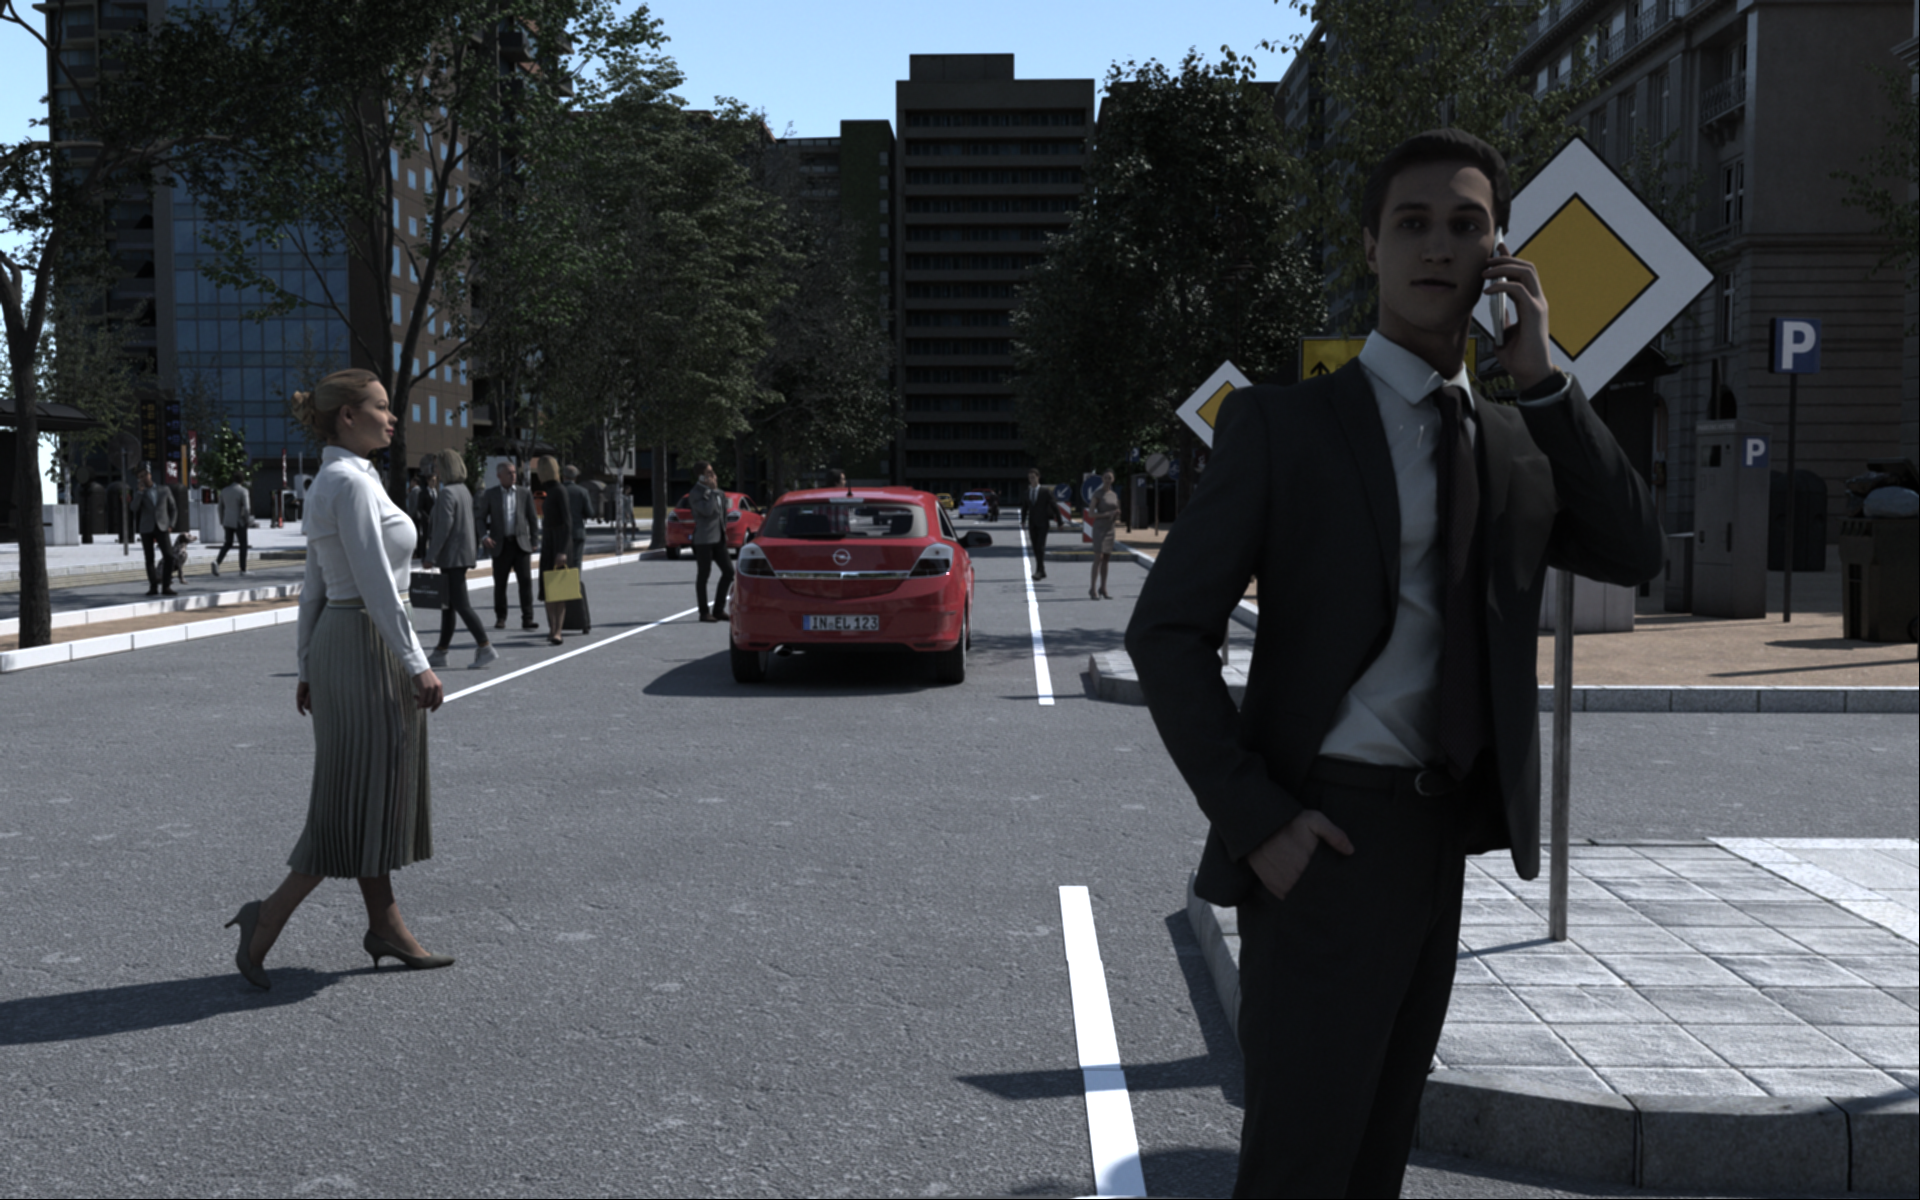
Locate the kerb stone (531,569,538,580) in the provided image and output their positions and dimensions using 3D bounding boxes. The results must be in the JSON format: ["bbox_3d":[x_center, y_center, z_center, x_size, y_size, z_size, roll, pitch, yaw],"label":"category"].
[{"bbox_3d":[-7.238,-0.396,28.694,0.120,0.150,1.000,0,4,2],"label":"kerb stone"}]

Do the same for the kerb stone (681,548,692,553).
[{"bbox_3d":[-6.754,-1.269,43.038,0.120,0.150,1.000,0,4,2],"label":"kerb stone"}]

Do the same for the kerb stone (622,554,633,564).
[{"bbox_3d":[-6.993,-0.837,35.875,0.120,0.150,1.000,0,4,2],"label":"kerb stone"}]

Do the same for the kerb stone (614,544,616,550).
[{"bbox_3d":[-8.825,-1.341,44.119,0.120,0.150,1.000,0,4,2],"label":"kerb stone"}]

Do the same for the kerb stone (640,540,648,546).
[{"bbox_3d":[-8.727,-1.528,47.186,0.120,0.150,1.000,0,4,2],"label":"kerb stone"}]

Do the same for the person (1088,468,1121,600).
[{"bbox_3d":[1.978,-0.903,23.612,0.599,1.781,0.374,-3,5,-40],"label":"person"}]

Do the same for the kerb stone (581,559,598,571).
[{"bbox_3d":[-7.093,-0.646,32.798,0.120,0.150,1.000,0,4,2],"label":"kerb stone"}]

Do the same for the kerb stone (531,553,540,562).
[{"bbox_3d":[-9.055,-0.903,36.957,0.120,0.150,1.000,0,4,2],"label":"kerb stone"}]

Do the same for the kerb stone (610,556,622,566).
[{"bbox_3d":[-7.033,-0.773,34.845,0.120,0.150,1.000,0,4,2],"label":"kerb stone"}]

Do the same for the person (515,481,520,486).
[{"bbox_3d":[-13.730,-2.762,53.429,0.659,1.850,0.755,0,4,3],"label":"person"}]

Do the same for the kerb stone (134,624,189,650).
[{"bbox_3d":[-7.630,0.358,16.404,0.120,0.150,1.000,0,4,2],"label":"kerb stone"}]

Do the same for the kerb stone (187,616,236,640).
[{"bbox_3d":[-7.602,0.293,17.437,0.120,0.150,1.000,0,4,2],"label":"kerb stone"}]

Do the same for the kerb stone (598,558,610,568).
[{"bbox_3d":[-7.060,-0.711,33.823,0.120,0.150,1.000,0,4,2],"label":"kerb stone"}]

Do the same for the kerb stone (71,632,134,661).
[{"bbox_3d":[-7.673,0.419,15.379,0.120,0.150,1.000,0,4,2],"label":"kerb stone"}]

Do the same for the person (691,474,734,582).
[{"bbox_3d":[-3.978,-1.169,28.014,0.661,1.777,0.834,-3,5,-44],"label":"person"}]

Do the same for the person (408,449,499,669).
[{"bbox_3d":[-4.167,-0.337,14.197,0.728,1.800,0.709,0,4,6],"label":"person"}]

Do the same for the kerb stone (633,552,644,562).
[{"bbox_3d":[-6.963,-0.890,36.900,0.120,0.150,1.000,0,4,2],"label":"kerb stone"}]

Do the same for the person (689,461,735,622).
[{"bbox_3d":[-2.773,-0.657,19.426,0.473,1.802,0.592,3,4,37],"label":"person"}]

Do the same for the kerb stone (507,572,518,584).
[{"bbox_3d":[-7.265,-0.335,27.672,0.120,0.150,1.000,0,4,2],"label":"kerb stone"}]

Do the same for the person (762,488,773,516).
[{"bbox_3d":[-9.072,-4.570,82.992,0.755,1.850,0.659,-1,4,-20],"label":"person"}]

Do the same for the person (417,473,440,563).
[{"bbox_3d":[-10.719,-1.652,35.288,0.755,1.850,0.659,3,4,37],"label":"person"}]

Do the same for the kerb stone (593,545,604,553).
[{"bbox_3d":[-8.892,-1.216,42.073,0.120,0.150,1.000,0,4,2],"label":"kerb stone"}]

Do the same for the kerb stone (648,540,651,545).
[{"bbox_3d":[-8.698,-1.591,48.209,0.120,0.150,1.000,0,4,2],"label":"kerb stone"}]

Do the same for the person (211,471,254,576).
[{"bbox_3d":[-12.712,-1.342,30.285,0.661,1.843,0.795,1,4,18],"label":"person"}]

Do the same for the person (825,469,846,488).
[{"bbox_3d":[-1.503,-0.650,19.962,0.643,1.720,0.563,-3,5,-42],"label":"person"}]

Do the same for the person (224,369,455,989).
[{"bbox_3d":[-1.825,0.224,5.071,0.641,1.798,0.478,-1,4,-18],"label":"person"}]

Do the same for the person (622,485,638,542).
[{"bbox_3d":[-9.930,-2.582,51.715,0.522,1.701,0.512,1,4,17],"label":"person"}]

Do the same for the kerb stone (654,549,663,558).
[{"bbox_3d":[-6.888,-1.020,38.951,0.120,0.150,1.000,0,4,2],"label":"kerb stone"}]

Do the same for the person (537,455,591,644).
[{"bbox_3d":[-3.891,-0.506,16.995,0.699,1.804,1.509,0,4,4],"label":"person"}]

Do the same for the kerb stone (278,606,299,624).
[{"bbox_3d":[-7.532,0.167,19.481,0.120,0.150,1.000,0,4,2],"label":"kerb stone"}]

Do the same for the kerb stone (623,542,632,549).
[{"bbox_3d":[-8.794,-1.402,45.142,0.120,0.150,1.000,0,4,2],"label":"kerb stone"}]

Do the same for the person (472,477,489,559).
[{"bbox_3d":[-10.679,-1.805,38.200,0.526,1.800,0.537,-1,4,-8],"label":"person"}]

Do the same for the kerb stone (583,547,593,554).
[{"bbox_3d":[-8.931,-1.150,41.049,0.120,0.150,1.000,0,4,2],"label":"kerb stone"}]

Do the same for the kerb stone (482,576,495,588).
[{"bbox_3d":[-7.302,-0.268,26.647,0.120,0.150,1.000,0,4,2],"label":"kerb stone"}]

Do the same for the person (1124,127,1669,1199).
[{"bbox_3d":[0.579,0.342,2.264,0.648,1.900,0.474,-3,4,-36],"label":"person"}]

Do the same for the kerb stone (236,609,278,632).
[{"bbox_3d":[-7.567,0.230,18.459,0.120,0.150,1.000,0,4,2],"label":"kerb stone"}]

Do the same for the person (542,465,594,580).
[{"bbox_3d":[-5.048,-0.836,22.345,0.661,1.801,0.590,-1,4,-10],"label":"person"}]

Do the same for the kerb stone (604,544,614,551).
[{"bbox_3d":[-8.862,-1.278,43.097,0.120,0.150,1.000,0,4,2],"label":"kerb stone"}]

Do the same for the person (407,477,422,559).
[{"bbox_3d":[-12.067,-1.807,38.231,0.473,1.802,0.592,1,4,9],"label":"person"}]

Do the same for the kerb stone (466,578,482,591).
[{"bbox_3d":[-7.329,-0.210,25.625,0.120,0.150,1.000,0,4,2],"label":"kerb stone"}]

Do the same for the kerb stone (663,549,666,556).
[{"bbox_3d":[-6.862,-1.087,39.972,0.120,0.150,1.000,0,4,2],"label":"kerb stone"}]

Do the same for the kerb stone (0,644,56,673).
[{"bbox_3d":[-7.704,0.482,14.347,0.120,0.150,1.000,0,4,2],"label":"kerb stone"}]

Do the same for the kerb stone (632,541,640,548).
[{"bbox_3d":[-8.759,-1.464,46.164,0.120,0.150,1.000,0,4,2],"label":"kerb stone"}]

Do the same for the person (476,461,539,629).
[{"bbox_3d":[-4.743,-0.576,18.315,0.661,1.777,0.834,-2,4,-32],"label":"person"}]

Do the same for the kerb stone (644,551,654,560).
[{"bbox_3d":[-6.928,-0.959,37.921,0.120,0.150,1.000,0,4,2],"label":"kerb stone"}]
